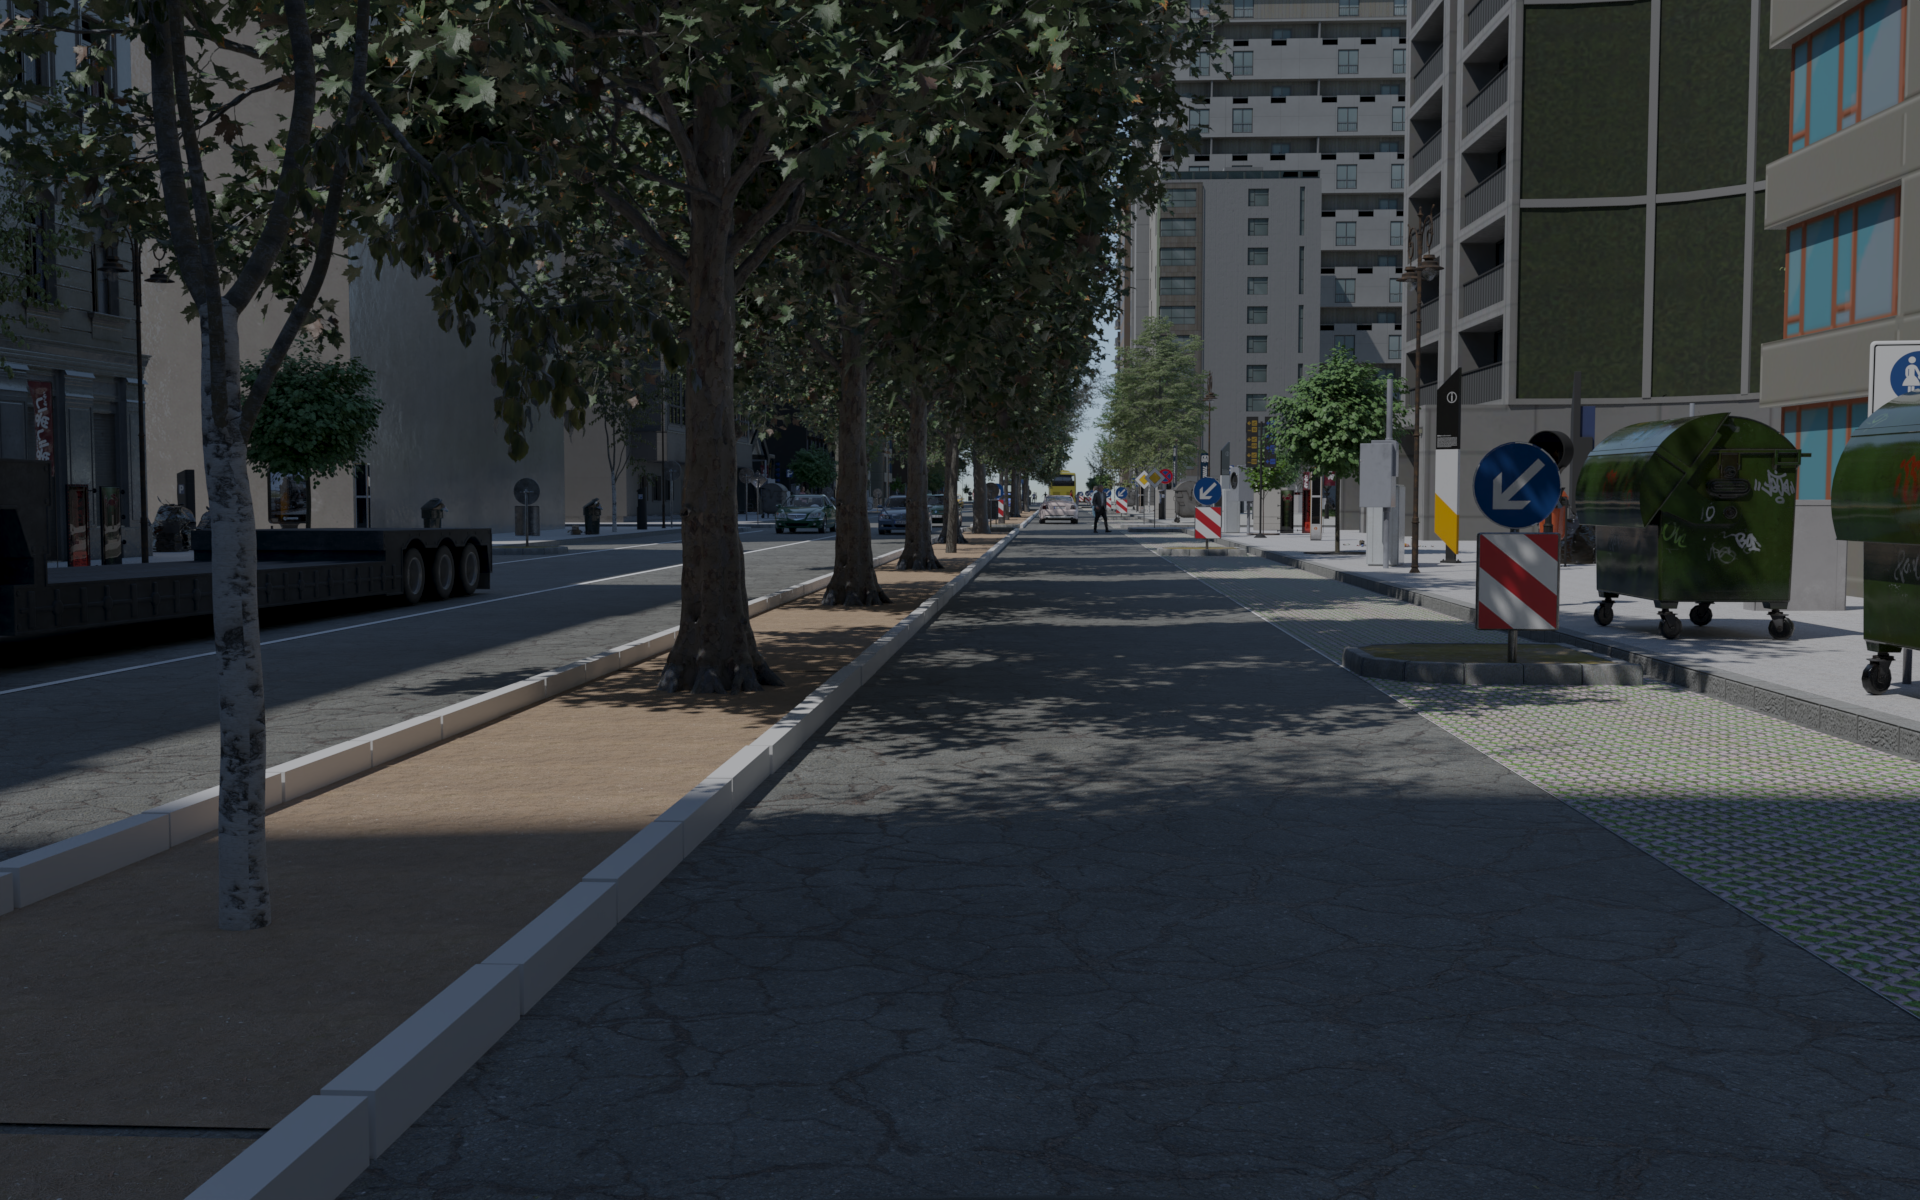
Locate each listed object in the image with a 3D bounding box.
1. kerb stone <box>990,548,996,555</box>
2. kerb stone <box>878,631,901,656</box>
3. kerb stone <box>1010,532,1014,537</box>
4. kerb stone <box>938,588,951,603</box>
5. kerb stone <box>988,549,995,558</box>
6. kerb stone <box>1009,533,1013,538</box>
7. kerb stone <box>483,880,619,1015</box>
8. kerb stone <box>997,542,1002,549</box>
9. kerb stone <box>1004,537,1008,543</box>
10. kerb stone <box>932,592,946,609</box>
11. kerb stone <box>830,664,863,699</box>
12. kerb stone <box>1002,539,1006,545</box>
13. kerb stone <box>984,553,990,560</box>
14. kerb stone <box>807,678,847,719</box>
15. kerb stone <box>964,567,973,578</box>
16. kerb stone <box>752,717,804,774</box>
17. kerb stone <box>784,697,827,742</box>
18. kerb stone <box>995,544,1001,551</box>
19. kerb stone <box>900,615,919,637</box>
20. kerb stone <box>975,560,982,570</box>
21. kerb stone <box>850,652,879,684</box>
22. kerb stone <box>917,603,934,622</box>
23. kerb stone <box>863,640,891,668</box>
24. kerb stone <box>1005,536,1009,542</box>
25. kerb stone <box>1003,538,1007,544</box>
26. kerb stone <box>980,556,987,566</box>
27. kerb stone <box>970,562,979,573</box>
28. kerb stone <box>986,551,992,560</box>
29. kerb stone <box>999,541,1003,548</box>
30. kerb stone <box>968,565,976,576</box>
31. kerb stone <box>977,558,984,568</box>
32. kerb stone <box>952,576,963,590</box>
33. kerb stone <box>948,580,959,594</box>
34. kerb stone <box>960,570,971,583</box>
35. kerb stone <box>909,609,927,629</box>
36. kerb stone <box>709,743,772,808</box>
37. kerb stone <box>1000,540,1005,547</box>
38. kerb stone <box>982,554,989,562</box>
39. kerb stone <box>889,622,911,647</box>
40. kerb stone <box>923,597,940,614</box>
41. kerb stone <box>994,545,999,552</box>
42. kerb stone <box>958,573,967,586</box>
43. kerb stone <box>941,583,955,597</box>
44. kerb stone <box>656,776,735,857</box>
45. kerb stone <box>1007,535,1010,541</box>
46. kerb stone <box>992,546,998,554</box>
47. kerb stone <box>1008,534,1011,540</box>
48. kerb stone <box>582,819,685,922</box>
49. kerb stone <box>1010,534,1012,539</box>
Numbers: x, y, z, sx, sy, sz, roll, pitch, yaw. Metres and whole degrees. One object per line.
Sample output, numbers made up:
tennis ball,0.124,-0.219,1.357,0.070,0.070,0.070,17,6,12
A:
kerb stone,0.680,-1.032,39.064,0.120,0.150,1.000,0,4,3
kerb stone,-0.653,0.414,15.486,0.120,0.150,1.000,0,4,3
kerb stone,1.547,-1.973,54.446,0.120,0.150,1.000,0,4,3
kerb stone,-0.242,-0.028,22.654,0.120,0.150,1.000,0,4,3
kerb stone,0.625,-0.965,38.042,0.120,0.150,1.000,0,4,3
kerb stone,1.493,-1.910,53.425,0.120,0.150,1.000,0,4,3
kerb stone,-1.230,1.043,5.260,0.120,0.150,1.000,0,4,3
kerb stone,0.912,-1.283,43.168,0.120,0.150,1.000,0,4,3
kerb stone,1.198,-1.595,48.303,0.120,0.150,1.000,0,4,3
kerb stone,-0.301,0.036,21.631,0.120,0.150,1.000,0,4,3
kerb stone,-0.829,0.598,12.419,0.120,0.150,1.000,0,4,3
kerb stone,1.089,-1.471,46.250,0.120,0.150,1.000,0,4,3
kerb stone,0.500,-0.843,35.992,0.120,0.150,1.000,0,4,3
kerb stone,-0.884,0.661,11.394,0.120,0.150,1.000,0,4,3
kerb stone,0.094,-0.404,28.828,0.120,0.150,1.000,0,4,3
kerb stone,-0.990,0.787,9.353,0.120,0.150,1.000,0,4,3
kerb stone,-0.938,0.728,10.374,0.120,0.150,1.000,0,4,3
kerb stone,0.855,-1.220,42.144,0.120,0.150,1.000,0,4,3
kerb stone,-0.536,0.285,17.530,0.120,0.150,1.000,0,4,3
kerb stone,0.269,-0.594,31.905,0.120,0.150,1.000,0,4,3
kerb stone,-0.764,0.541,13.440,0.120,0.150,1.000,0,4,3
kerb stone,-0.418,0.164,19.579,0.120,0.150,1.000,0,4,3
kerb stone,-0.709,0.473,14.465,0.120,0.150,1.000,0,4,3
kerb stone,1.258,-1.660,49.330,0.120,0.150,1.000,0,4,3
kerb stone,1.144,-1.530,47.271,0.120,0.150,1.000,0,4,3
kerb stone,0.390,-0.719,33.950,0.120,0.150,1.000,0,4,3
kerb stone,0.208,-0.531,30.880,0.120,0.150,1.000,0,4,3
kerb stone,0.554,-0.905,37.022,0.120,0.150,1.000,0,4,3
kerb stone,0.968,-1.346,44.203,0.120,0.150,1.000,0,4,3
kerb stone,0.157,-0.468,29.848,0.120,0.150,1.000,0,4,3
kerb stone,0.331,-0.653,32.930,0.120,0.150,1.000,0,4,3
kerb stone,-0.074,-0.214,25.731,0.120,0.150,1.000,0,4,3
kerb stone,-0.136,-0.153,24.707,0.120,0.150,1.000,0,4,3
kerb stone,0.050,-0.338,27.792,0.120,0.150,1.000,0,4,3
kerb stone,-0.481,0.229,18.559,0.120,0.150,1.000,0,4,3
kerb stone,-1.059,0.848,8.333,0.120,0.150,1.000,0,4,3
kerb stone,1.029,-1.408,45.223,0.120,0.150,1.000,0,4,3
kerb stone,0.449,-0.775,34.971,0.120,0.150,1.000,0,4,3
kerb stone,-0.595,0.348,16.510,0.120,0.150,1.000,0,4,3
kerb stone,-0.367,0.097,20.606,0.120,0.150,1.000,0,4,3
kerb stone,0.792,-1.157,41.116,0.120,0.150,1.000,0,4,3
kerb stone,-0.017,-0.278,26.766,0.120,0.150,1.000,0,4,3
kerb stone,-0.199,-0.091,23.685,0.120,0.150,1.000,0,4,3
kerb stone,-1.115,0.911,7.305,0.120,0.150,1.000,0,4,3
kerb stone,1.311,-1.722,50.354,0.120,0.150,1.000,0,4,3
kerb stone,0.739,-1.091,40.084,0.120,0.150,1.000,0,4,3
kerb stone,1.376,-1.785,51.377,0.120,0.150,1.000,0,4,3
kerb stone,-1.174,0.973,6.281,0.120,0.150,1.000,0,4,3
kerb stone,1.431,-1.848,52.405,0.120,0.150,1.000,0,4,3
